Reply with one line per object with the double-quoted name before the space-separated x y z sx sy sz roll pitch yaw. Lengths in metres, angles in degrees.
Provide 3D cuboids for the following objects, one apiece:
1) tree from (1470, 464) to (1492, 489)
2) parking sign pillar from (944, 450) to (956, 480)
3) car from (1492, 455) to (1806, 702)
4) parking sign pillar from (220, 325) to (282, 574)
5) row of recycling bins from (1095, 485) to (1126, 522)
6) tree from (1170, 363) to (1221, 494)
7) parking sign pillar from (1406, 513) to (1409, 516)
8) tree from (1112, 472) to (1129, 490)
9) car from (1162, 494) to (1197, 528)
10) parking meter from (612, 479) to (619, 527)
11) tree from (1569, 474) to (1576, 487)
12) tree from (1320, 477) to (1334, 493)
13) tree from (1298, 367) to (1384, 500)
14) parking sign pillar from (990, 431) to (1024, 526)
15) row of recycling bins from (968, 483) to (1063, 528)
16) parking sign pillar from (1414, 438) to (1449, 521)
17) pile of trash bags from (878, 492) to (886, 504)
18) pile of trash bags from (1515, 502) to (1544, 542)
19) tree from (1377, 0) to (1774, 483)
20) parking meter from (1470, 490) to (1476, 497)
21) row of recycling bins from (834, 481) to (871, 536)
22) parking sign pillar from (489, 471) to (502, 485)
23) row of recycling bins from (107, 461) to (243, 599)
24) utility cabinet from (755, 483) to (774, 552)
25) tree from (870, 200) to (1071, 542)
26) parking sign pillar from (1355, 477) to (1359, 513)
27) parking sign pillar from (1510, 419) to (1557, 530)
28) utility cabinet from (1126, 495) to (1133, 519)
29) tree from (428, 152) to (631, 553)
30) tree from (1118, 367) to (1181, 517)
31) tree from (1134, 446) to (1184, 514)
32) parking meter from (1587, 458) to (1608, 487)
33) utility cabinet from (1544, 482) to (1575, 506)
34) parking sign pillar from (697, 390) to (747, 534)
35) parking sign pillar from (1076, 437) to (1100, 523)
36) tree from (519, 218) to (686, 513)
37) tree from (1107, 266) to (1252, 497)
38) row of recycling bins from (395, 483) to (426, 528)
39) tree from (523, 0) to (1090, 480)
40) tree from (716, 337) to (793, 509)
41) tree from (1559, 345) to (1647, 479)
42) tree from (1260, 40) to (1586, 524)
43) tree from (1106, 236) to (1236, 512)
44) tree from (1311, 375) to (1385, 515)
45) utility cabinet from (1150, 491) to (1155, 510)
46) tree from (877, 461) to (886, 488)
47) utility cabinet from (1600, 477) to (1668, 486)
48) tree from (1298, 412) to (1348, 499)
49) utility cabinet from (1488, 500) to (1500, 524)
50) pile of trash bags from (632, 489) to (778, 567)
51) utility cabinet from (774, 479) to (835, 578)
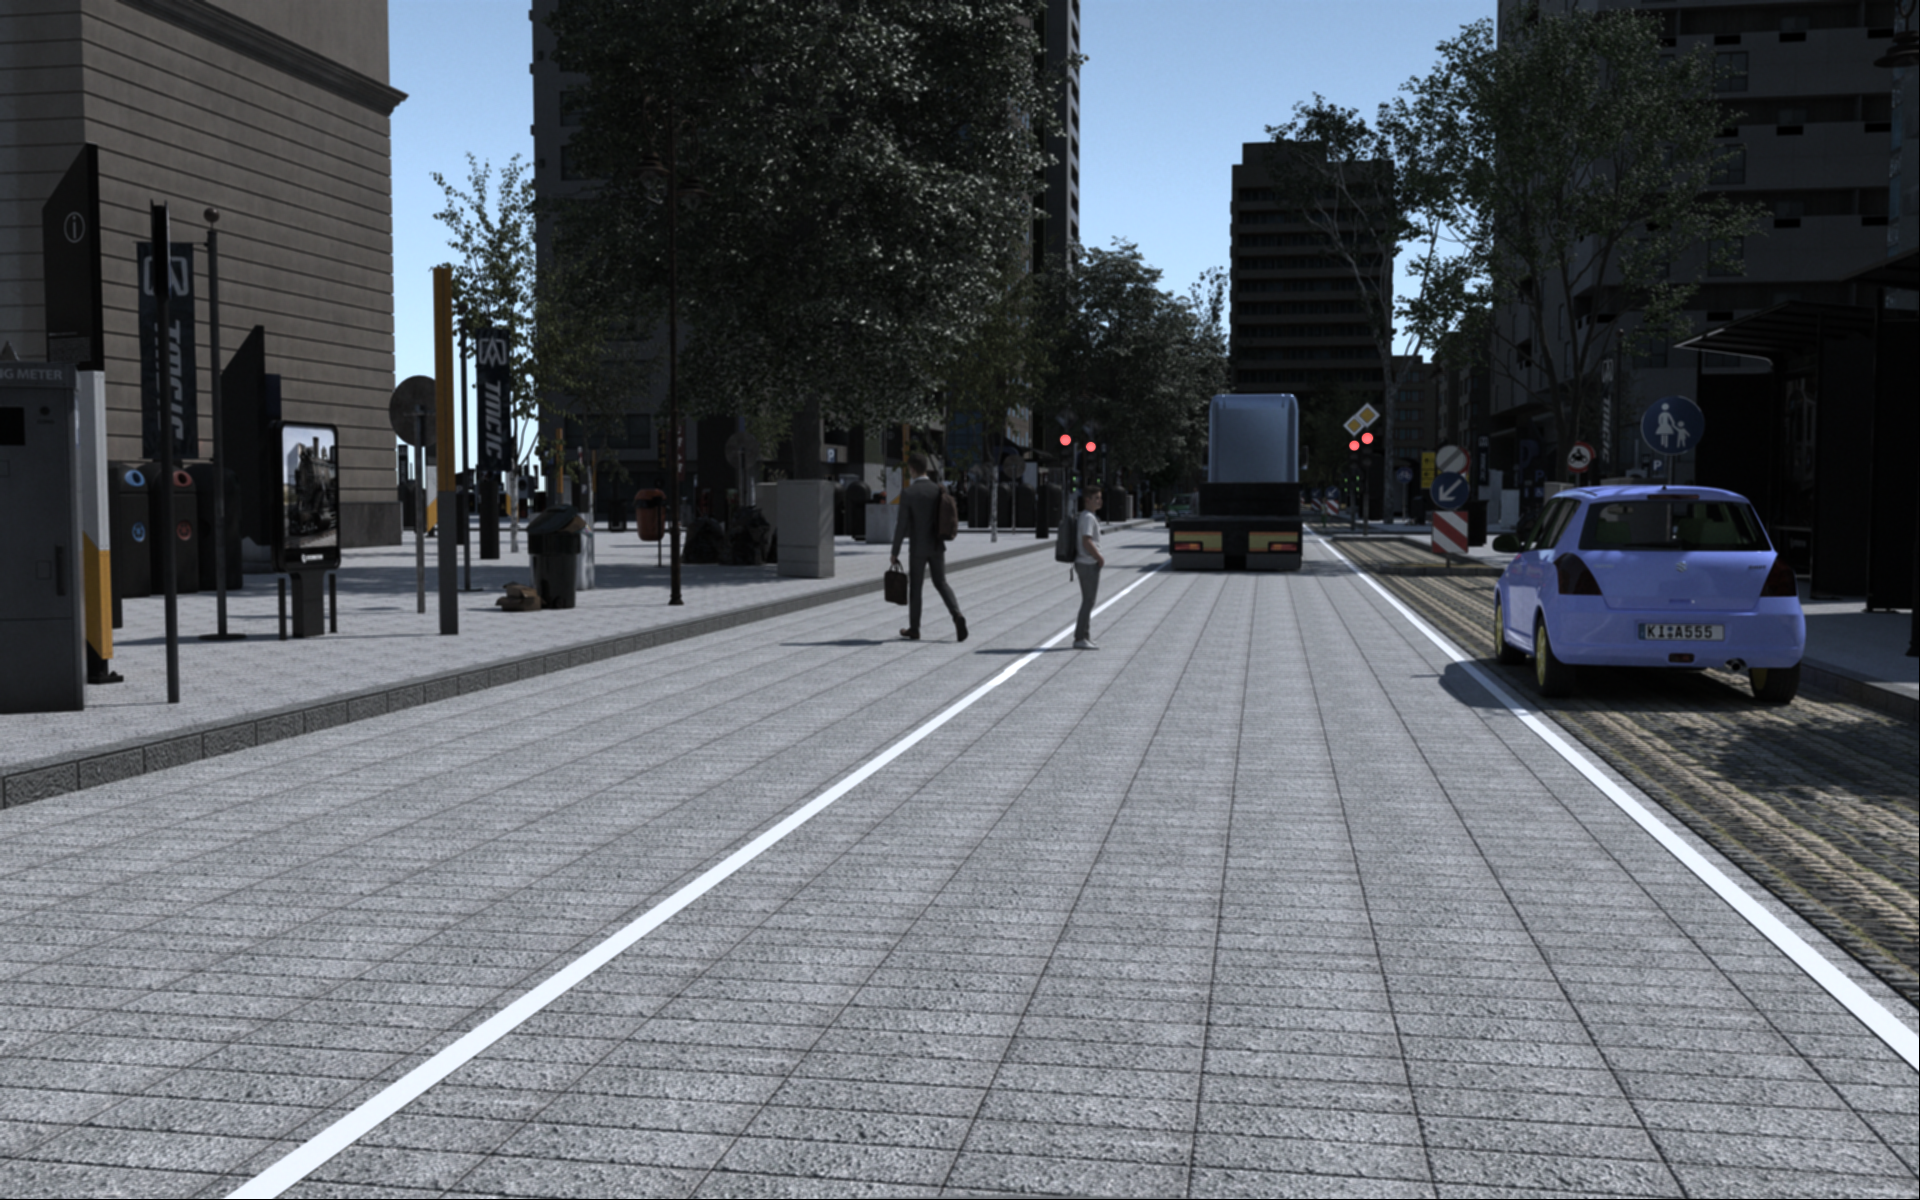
"tree" 29.802 -6.320 97.929 1.663 3.219 1.824 0 3 0
"parking sign pillar" -0.574 -6.874 100.855 1.447 3.967 1.447 1 4 12
"car" 5.132 -0.226 13.279 1.945 1.707 3.694 1 4 10
"parking sign pillar" -11.593 -2.432 28.239 1.447 3.967 1.447 3 4 38
"row of recycling bins" 7.203 -4.541 81.360 1.069 1.692 3.534 0 4 -3
"tree" 20.727 -15.108 157.383 12.009 13.543 11.850 0 3 0
"parking sign pillar" 26.532 -6.825 100.055 1.447 3.967 1.447 2 4 30
"tree" 12.302 -8.565 134.645 1.663 3.219 1.824 0 3 0
"car" 9.761 -3.818 74.229 2.131 1.459 4.920 1 4 8
"parking meter" -13.441 -3.783 67.558 0.255 1.863 0.399 -1 4 -14
"tree" 31.087 -5.826 89.859 1.663 3.219 1.824 0 3 0
"tree" 37.318 -11.082 175.791 1.663 3.219 1.824 0 3 0
"tree" 27.356 -11.746 126.456 8.767 10.594 7.601 -2 4 -30
"parking sign pillar" 1.904 -4.983 69.947 1.447 3.967 1.447 1 4 12
"row of recycling bins" 2.059 -3.573 65.528 3.534 1.692 1.069 0 4 1
"parking sign pillar" 22.962 -5.809 83.445 1.447 3.967 1.447 3 5 40
"pile of trash bags" -2.272 -3.641 69.281 1.912 1.369 3.447 -2 4 -34
"pile of trash bags" 16.591 -2.276 46.966 3.447 1.369 1.912 -3 5 -42
"tree" 12.566 -6.725 35.715 9.928 11.665 9.643 0 3 0
"parking meter" 35.454 -6.812 119.784 0.372 1.533 0.369 0 3 0
"row of recycling bins" -4.269 -2.890 54.359 3.534 1.692 1.069 2 4 34
"parking sign pillar" -34.177 -8.466 126.893 1.447 3.967 1.447 2 4 34
"row of recycling bins" -10.390 -0.902 21.859 1.069 1.692 3.534 1 4 11
"utility cabinet" -3.460 -1.562 34.214 1.173 1.500 0.318 1 4 20
"tree" -0.322 -5.364 38.068 4.737 8.622 4.395 0 3 0
"parking sign pillar" 27.640 -8.061 120.266 1.447 3.967 1.447 1 4 22
"parking sign pillar" 20.338 -4.469 61.537 1.447 3.967 1.447 0 4 -4
"utility cabinet" 8.353 -4.737 88.609 1.020 1.237 0.306 3 5 42
"tree" -9.596 -5.336 37.610 4.737 8.622 4.395 0 3 0
"tree" 10.344 -9.018 97.806 4.360 8.622 3.978 0 3 0
"tree" 12.990 -7.970 114.016 4.285 4.588 4.351 0 3 0
"parking meter" 10.393 -1.380 28.268 0.255 1.863 0.399 1 4 9
"utility cabinet" 11.283 -1.463 32.597 0.318 1.500 1.173 2 4 32
"parking sign pillar" -5.970 -3.360 43.406 1.447 3.967 1.447 2 4 35
"parking sign pillar" 5.549 -5.433 77.294 1.447 3.967 1.447 2 4 28
"tree" -9.849 -5.908 46.954 4.360 8.622 3.978 0 3 0
"tree" 19.191 -17.569 143.135 12.611 20.169 13.585 0 3 0
"row of recycling bins" -21.643 -3.725 68.016 1.069 1.692 3.534 -1 4 -22
"tree" -2.503 -7.451 28.476 9.857 13.997 8.962 0 3 0
"tree" -8.856 -7.676 75.861 4.737 8.622 4.395 0 3 0
"tree" 31.585 -8.220 84.757 4.360 8.622 3.978 0 3 0
"tree" 19.342 -13.239 72.339 12.611 20.169 13.585 0 3 0
"tree" 7.454 -10.941 85.543 9.857 13.997 8.962 0 3 0
"tree" 23.632 -9.485 105.446 4.737 8.622 4.395 0 3 0
"utility cabinet" 14.890 -7.697 134.528 0.318 1.500 1.173 1 4 12
"tree" -3.299 -5.774 89.006 1.663 3.219 1.824 0 3 0
"utility cabinet" 9.166 -0.910 23.558 1.173 1.500 0.318 -2 4 -35
"tree" 43.758 -17.880 210.468 7.486 12.596 7.792 0 3 0
"utility cabinet" 22.723 -3.855 74.188 1.020 1.237 0.306 -3 5 -43
"pile of trash bags" -4.425 -1.335 31.576 3.447 1.369 1.912 -3 5 -43
"utility cabinet" -2.371 -1.098 26.636 0.318 1.500 1.173 -3 4 -38
